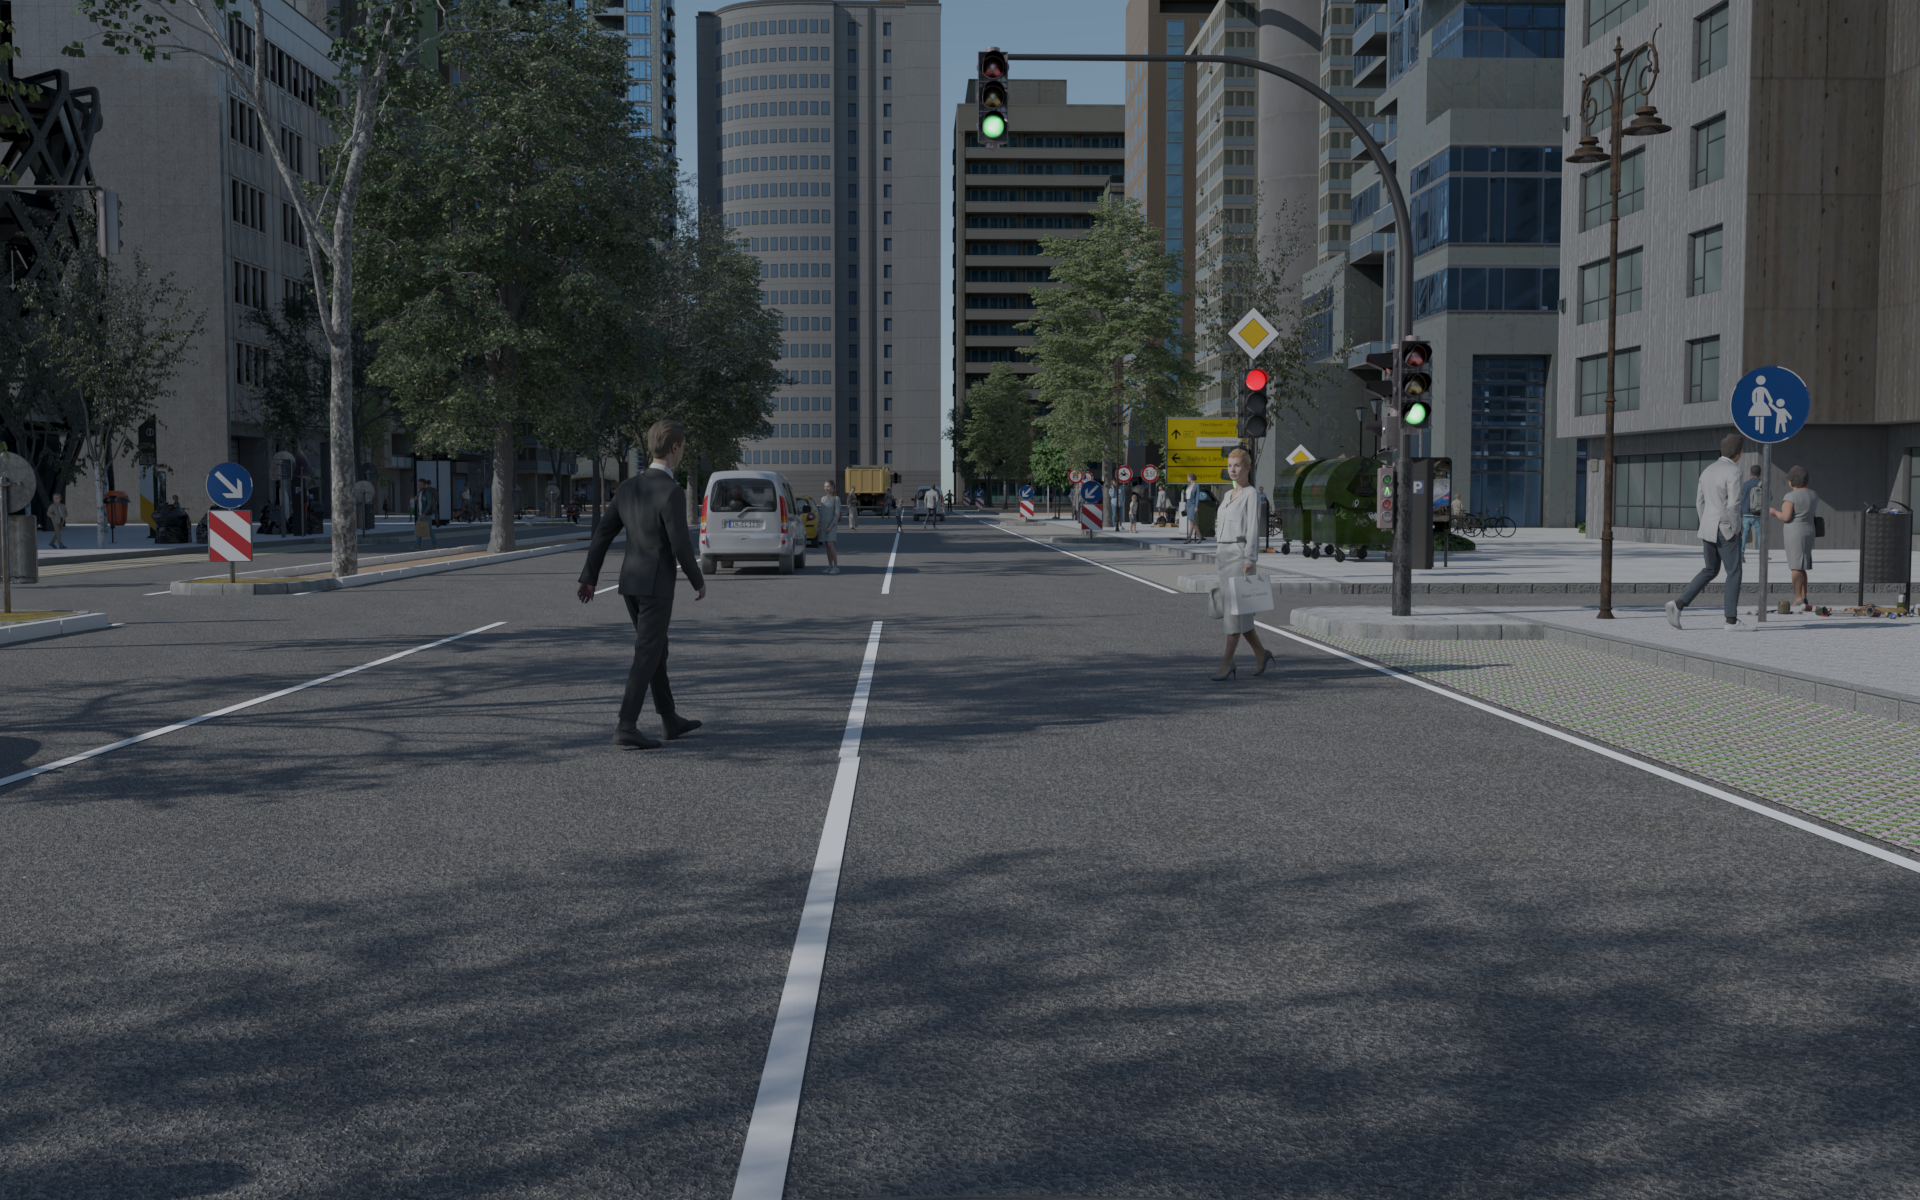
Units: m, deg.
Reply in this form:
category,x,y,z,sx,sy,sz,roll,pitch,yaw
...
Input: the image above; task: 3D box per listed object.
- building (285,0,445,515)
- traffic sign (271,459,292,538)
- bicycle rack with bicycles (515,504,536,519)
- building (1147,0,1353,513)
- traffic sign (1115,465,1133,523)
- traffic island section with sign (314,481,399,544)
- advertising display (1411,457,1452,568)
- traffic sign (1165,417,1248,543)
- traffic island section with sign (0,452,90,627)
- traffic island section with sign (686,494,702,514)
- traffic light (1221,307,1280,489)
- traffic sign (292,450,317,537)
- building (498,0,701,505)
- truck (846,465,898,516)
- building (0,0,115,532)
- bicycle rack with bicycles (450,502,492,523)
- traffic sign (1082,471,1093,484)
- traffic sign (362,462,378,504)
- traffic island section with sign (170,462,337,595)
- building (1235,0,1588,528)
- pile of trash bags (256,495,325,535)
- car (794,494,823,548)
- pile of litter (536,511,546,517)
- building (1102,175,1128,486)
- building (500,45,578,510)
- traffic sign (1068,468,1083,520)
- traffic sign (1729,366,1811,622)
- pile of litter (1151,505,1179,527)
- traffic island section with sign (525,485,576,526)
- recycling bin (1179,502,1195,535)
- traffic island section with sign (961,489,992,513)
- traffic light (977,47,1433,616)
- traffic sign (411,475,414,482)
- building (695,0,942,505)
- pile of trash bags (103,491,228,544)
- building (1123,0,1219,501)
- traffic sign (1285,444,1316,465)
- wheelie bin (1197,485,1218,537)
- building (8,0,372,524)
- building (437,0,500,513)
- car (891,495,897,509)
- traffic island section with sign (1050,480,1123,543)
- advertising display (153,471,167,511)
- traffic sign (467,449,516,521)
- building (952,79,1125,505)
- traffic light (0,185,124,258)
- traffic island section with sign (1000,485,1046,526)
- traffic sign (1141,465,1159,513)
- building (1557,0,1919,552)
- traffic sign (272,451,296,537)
category,x,y,z,sx,sy,sz,roll,pitch,yaw
building,-40.698,-25.871,106.578,14.154,41.232,14.086,0,4,-2
traffic sign,-19.796,-2.962,50.554,0.606,2.300,0.079,0,4,5
bicycle rack with bicycles,-23.218,-4.603,88.643,2.925,0.926,2.852,-1,4,-16
building,30.305,-26.529,125.626,32.217,40.220,23.993,0,4,-2
traffic sign,7.293,-4.710,77.108,0.768,2.556,0.104,0,4,6
traffic island section with sign,-17.432,-2.546,50.262,1.989,1.847,2.006,0,4,-2
advertising display,8.083,-1.527,30.184,0.974,1.923,0.123,-1,4,-9
traffic sign,6.552,-3.170,45.701,2.265,3.308,0.079,0,4,1
traffic island section with sign,-10.278,-0.609,18.091,2.006,1.907,1.989,0,4,-2
traffic island section with sign,-19.804,-7.262,127.362,1.989,1.847,2.006,0,4,-2
traffic light,4.389,-2.279,26.176,0.839,4.253,0.868,0,4,-2
traffic sign,-19.585,-3.153,51.550,0.884,2.594,0.081,0,4,3
building,-46.560,-54.535,204.321,31.000,86.520,22.319,0,4,-2
truck,-5.997,-7.283,115.001,3.469,3.379,9.791,0,4,0
building,-39.178,-11.752,59.601,16.820,18.784,16.811,0,4,-2
bicycle rack with bicycles,-22.339,-3.879,76.805,2.925,0.926,2.852,-1,4,-15
traffic sign,7.051,-5.917,96.841,0.768,2.556,0.104,0,4,2
traffic sign,-23.640,-4.229,69.251,0.768,2.556,0.104,0,4,1
traffic island section with sign,-10.496,-1.062,25.495,2.006,1.907,1.989,0,4,-2
building,26.793,-46.811,78.024,22.319,86.520,31.000,0,4,-2
pile of trash bags,-21.242,-2.781,55.220,1.912,1.369,3.447,-2,4,-31
car,-4.659,-2.289,47.655,2.015,1.641,3.980,0,4,-2
pile of litter,-23.512,-5.145,98.088,1.176,0.858,1.719,0,4,-2
building,19.906,-23.710,159.359,14.160,30.474,14.107,0,4,-2
building,-46.009,-27.943,148.750,23.993,40.220,32.217,0,4,-2
traffic sign,5.691,-5.209,85.270,0.768,2.556,0.104,0,4,5
traffic sign,8.046,-1.051,17.292,0.768,2.556,0.104,0,4,7
pile of litter,8.236,-3.237,66.887,1.719,0.858,1.176,1,4,8
traffic island section with sign,-18.264,-4.207,77.408,1.989,1.847,2.006,0,4,-2
recycling bin,7.449,-2.595,54.976,0.722,1.027,0.722,-3,5,-41
traffic island section with sign,1.313,-7.301,127.998,1.989,1.847,2.006,0,4,-2
traffic light,2.546,-2.650,17.990,4.771,5.953,1.251,0,4,-2
traffic sign,-23.059,-4.527,74.022,0.884,2.594,0.081,0,4,4
building,-16.471,-40.583,205.536,28.212,58.520,21.231,0,4,-2
pile of trash bags,-20.703,-2.179,45.377,3.447,1.369,1.912,0,4,1
building,21.459,-30.224,144.269,14.600,45.320,14.200,0,4,-2
traffic sign,8.945,-2.795,45.435,0.795,2.593,0.064,0,4,6
wheelie bin,7.304,-2.666,51.489,0.693,1.594,0.980,0,4,8
building,-37.721,-16.236,83.476,12.078,24.808,19.932,0,4,-2
building,-40.531,-28.775,120.581,14.600,45.320,14.200,0,4,-2
car,-7.189,-9.693,171.066,1.945,1.354,3.894,0,4,-3
traffic island section with sign,3.680,-2.584,50.879,1.989,1.847,2.006,0,4,-2
advertising display,-22.458,-2.656,48.635,0.123,1.923,0.974,-1,4,-12
traffic sign,-21.335,-5.202,78.926,2.265,3.308,0.079,0,4,4
building,9.843,-35.635,206.338,21.600,48.544,21.300,0,4,-2
traffic light,-14.874,-3.115,25.606,4.771,5.953,1.251,0,4,-2
traffic island section with sign,2.839,-4.245,78.030,1.989,1.847,2.006,0,4,-2
traffic sign,8.265,-4.603,75.368,0.768,2.556,0.104,0,4,2
building,24.153,-16.547,42.250,14.107,30.474,14.160,0,4,-2
traffic sign,-19.961,-3.119,51.107,0.768,2.556,0.104,0,4,7
